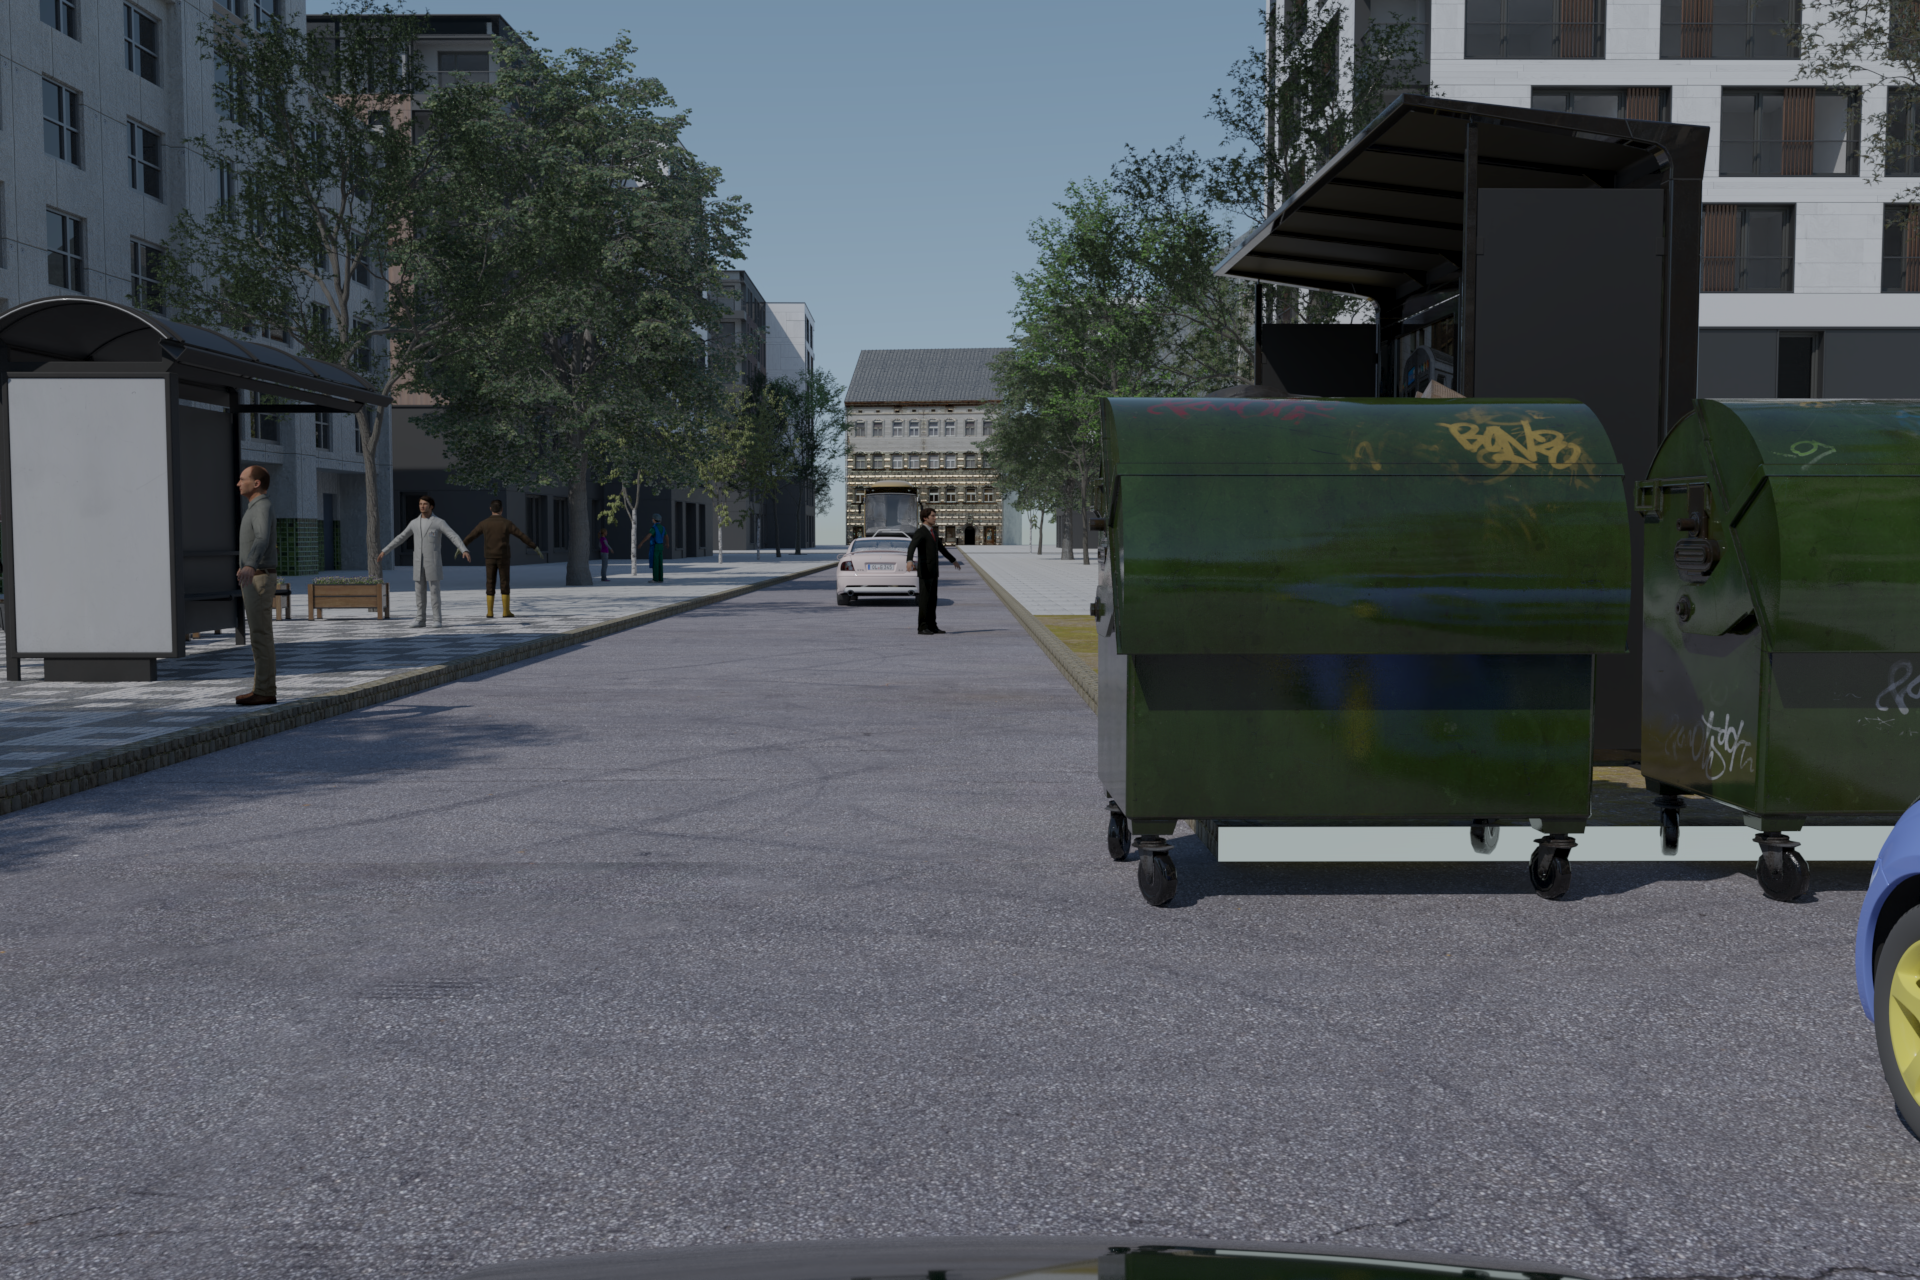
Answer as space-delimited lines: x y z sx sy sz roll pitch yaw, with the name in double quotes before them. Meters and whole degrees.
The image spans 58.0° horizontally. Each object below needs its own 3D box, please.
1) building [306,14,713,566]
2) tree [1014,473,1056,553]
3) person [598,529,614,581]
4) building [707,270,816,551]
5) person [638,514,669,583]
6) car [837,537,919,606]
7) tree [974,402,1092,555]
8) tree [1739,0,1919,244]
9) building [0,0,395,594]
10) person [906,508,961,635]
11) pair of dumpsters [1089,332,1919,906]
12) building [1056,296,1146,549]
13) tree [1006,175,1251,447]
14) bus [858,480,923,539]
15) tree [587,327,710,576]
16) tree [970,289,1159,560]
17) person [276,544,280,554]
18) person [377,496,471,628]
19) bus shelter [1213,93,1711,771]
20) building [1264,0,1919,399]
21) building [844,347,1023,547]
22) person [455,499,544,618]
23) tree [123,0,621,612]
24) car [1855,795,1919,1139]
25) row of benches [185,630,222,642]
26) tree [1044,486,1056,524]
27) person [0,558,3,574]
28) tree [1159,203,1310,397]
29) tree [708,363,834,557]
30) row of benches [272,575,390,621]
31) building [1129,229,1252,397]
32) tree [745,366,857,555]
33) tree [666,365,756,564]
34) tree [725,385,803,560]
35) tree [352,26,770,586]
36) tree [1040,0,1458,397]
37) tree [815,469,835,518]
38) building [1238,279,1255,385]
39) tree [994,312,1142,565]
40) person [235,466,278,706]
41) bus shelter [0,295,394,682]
"building" -28.487 -14.730 84.813 27.936 21.610 32.646 0 4 0
"tree" 4.915 -10.032 114.386 4.737 8.622 4.395 0 3 0
"person" -9.598 -2.309 47.023 0.599 1.433 0.991 -2 4 -28
"building" -27.528 -18.738 150.348 27.936 21.610 32.646 0 4 -1
"person" -7.993 -2.409 45.506 0.704 1.817 1.347 2 4 25
"car" -1.555 -1.452 36.104 2.083 1.381 4.827 0 4 0
"tree" 5.024 -10.531 106.597 8.767 10.594 7.601 -1 4 -20
"tree" 11.787 -6.420 15.342 12.009 13.543 11.850 0 3 0
"building" -28.490 -10.941 45.346 16.747 18.905 31.486 0 3 0
"person" -0.428 -0.986 24.757 0.705 1.806 1.347 2 4 32
"pair of dumpsters" 2.749 -0.137 7.190 4.436 2.255 1.574 0 4 -1
"building" 22.977 -19.647 165.209 27.936 21.610 32.646 0 4 0
"tree" 4.931 -7.671 51.171 9.928 11.665 9.643 0 3 0
"bus" -3.171 -5.595 83.027 2.896 3.916 12.252 0 4 -1
"tree" -9.961 -6.300 53.372 4.737 8.622 4.395 0 3 0
"tree" 5.240 -10.937 85.480 9.857 13.997 8.962 0 3 0
"person" -12.230 -1.485 30.748 0.721 1.772 1.216 -1 4 -14
"person" -7.315 -1.074 23.746 1.347 1.806 0.705 1 4 9
"bus shelter" 3.163 -1.291 12.398 1.731 3.624 6.357 0 4 -1
"building" 23.811 -13.140 58.807 27.936 21.610 32.646 0 4 0
"building" -2.709 -22.665 203.954 18.063 23.208 19.493 1 4 9
"person" -7.075 -1.247 26.529 1.346 1.812 0.704 0 4 -3
"tree" -9.569 -5.758 28.550 8.767 10.594 7.601 0 4 3
"car" 3.083 0.412 2.858 1.945 1.707 3.694 0 4 -1
"row of benches" -9.449 -0.292 20.230 1.422 0.672 4.104 -1 4 -9
"tree" 13.295 -17.315 201.224 7.486 12.596 7.792 0 3 0
"person" -9.633 -0.646 16.330 0.705 1.858 1.354 2 4 28
"tree" 5.797 -5.446 39.410 4.360 8.622 3.978 0 3 0
"tree" -10.342 -9.839 95.277 7.601 10.594 8.767 0 4 3
"row of benches" -10.451 -0.624 25.662 4.104 0.672 1.422 0 4 -8
"building" 20.971 -18.514 133.634 19.493 23.208 18.063 0 3 0
"tree" -9.860 -11.052 106.458 9.928 11.665 9.643 0 3 0
"tree" -10.522 -7.585 74.385 4.737 8.622 4.395 0 3 0
"tree" -9.958 -8.296 86.009 4.737 8.622 4.395 0 3 0
"tree" -9.626 -8.330 42.843 9.857 13.997 8.962 0 3 0
"tree" 5.596 -5.823 29.611 8.767 10.594 7.601 -1 4 -9
"tree" -18.008 -16.314 201.150 7.601 10.594 8.767 0 4 -3
"building" 24.729 -15.651 86.830 19.493 23.208 18.063 0 4 0
"tree" 4.936 -8.405 71.832 7.601 10.594 8.767 -1 4 -11
"person" -5.331 -0.417 13.095 0.705 1.796 1.348 -1 4 -23
"bus shelter" -7.578 -1.441 17.487 2.014 3.302 5.546 0 4 -1
